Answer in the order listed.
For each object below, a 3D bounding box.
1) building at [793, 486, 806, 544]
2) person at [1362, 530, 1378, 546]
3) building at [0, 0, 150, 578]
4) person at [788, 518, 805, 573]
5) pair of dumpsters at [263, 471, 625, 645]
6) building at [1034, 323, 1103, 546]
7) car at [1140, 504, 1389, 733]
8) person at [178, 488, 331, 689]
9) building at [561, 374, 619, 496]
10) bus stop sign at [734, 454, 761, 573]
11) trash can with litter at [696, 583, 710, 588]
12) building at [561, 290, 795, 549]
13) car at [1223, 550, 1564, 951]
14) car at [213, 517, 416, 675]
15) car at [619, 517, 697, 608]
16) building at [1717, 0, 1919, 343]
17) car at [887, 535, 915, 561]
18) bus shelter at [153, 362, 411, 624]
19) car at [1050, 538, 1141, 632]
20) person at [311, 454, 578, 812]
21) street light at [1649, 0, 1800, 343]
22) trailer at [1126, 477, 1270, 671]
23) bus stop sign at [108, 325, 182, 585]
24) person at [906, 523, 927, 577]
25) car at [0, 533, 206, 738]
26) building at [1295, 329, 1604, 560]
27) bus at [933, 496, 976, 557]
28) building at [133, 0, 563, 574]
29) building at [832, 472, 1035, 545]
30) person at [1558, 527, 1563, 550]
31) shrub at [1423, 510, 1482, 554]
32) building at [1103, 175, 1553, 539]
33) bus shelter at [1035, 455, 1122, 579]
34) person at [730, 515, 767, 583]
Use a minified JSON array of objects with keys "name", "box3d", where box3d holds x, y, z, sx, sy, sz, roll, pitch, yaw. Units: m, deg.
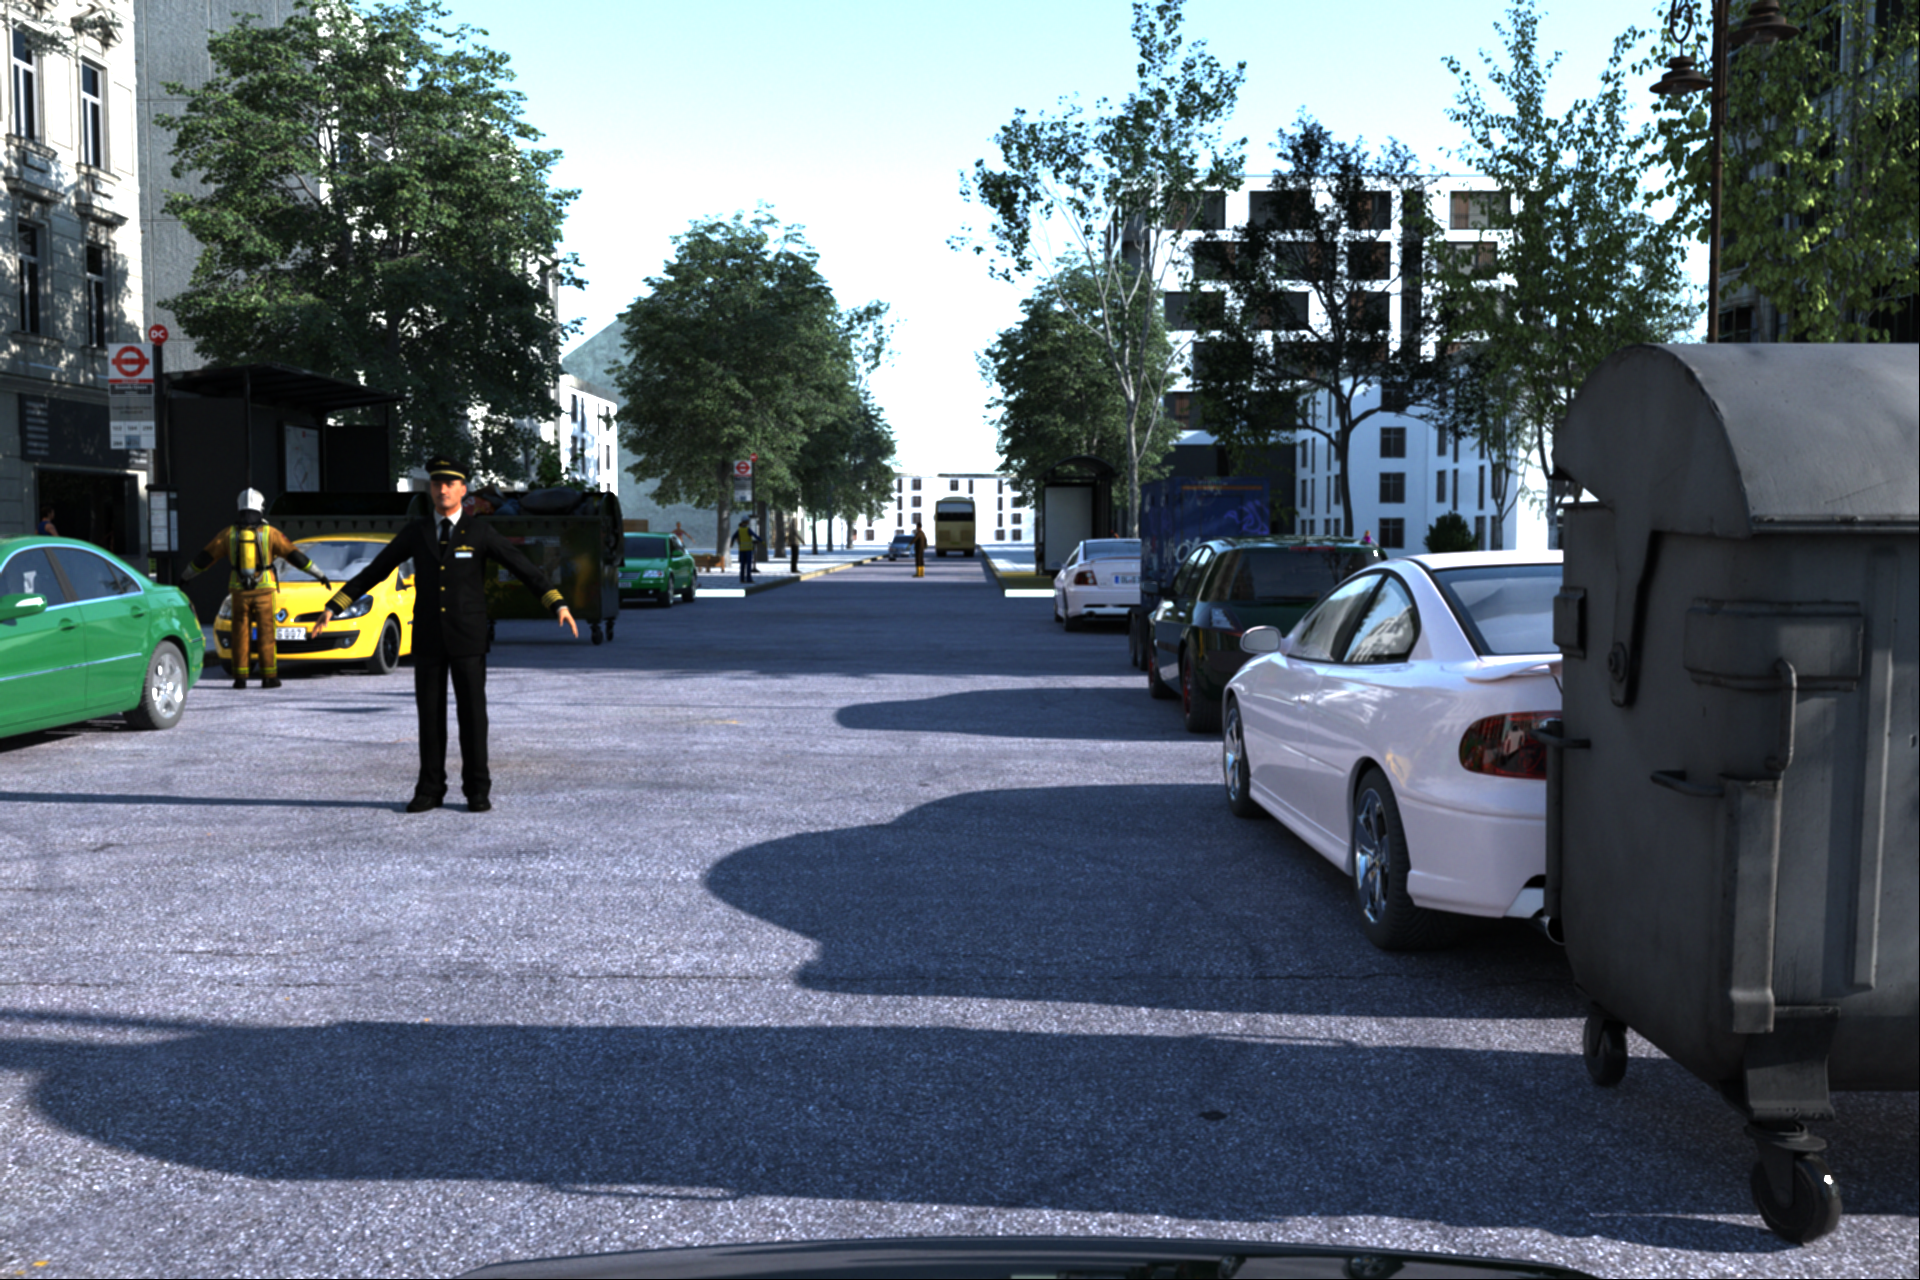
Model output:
[{"name":"building","box3d":[-28.663,-21.000,209.800,16.747,18.905,31.486,0,4,0]},{"name":"person","box3d":[16.795,-3.788,71.206,0.599,1.433,0.991,-2,4,-35]},{"name":"building","box3d":[-29.272,-15.226,25.354,17.030,29.872,44.131,0,4,1]},{"name":"person","box3d":[-5.416,-3.117,57.087,0.705,1.813,1.348,-2,4,-24]},{"name":"pair of dumpsters","box3d":[-6.720,-1.086,22.712,4.436,2.255,1.574,0,4,0]},{"name":"building","box3d":[21.762,-20.814,184.285,27.936,21.610,32.646,0,3,0]},{"name":"car","box3d":[2.497,-0.250,13.881,2.009,1.686,4.222,0,4,1]},{"name":"person","box3d":[-6.565,-0.481,16.093,1.354,1.858,0.705,-1,4,-12]},{"name":"building","box3d":[-24.957,-9.882,103.726,9.099,9.664,28.070,0,4,0]},{"name":"bus stop sign","box3d":[-7.048,-4.202,57.413,0.855,3.939,0.416,0,4,1]},{"name":"trash can with litter","box3d":[-6.737,-1.886,41.901,1.678,1.210,2.233,0,4,2]},{"name":"building","box3d":[-25.811,-20.252,162.051,19.493,23.208,18.063,0,4,1]},{"name":"car","box3d":[2.323,0.306,7.352,2.083,1.381,4.827,0,4,-1]},{"name":"car","box3d":[-6.632,-0.528,18.861,2.015,1.641,3.980,0,4,1]},{"name":"car","box3d":[-6.482,-1.608,35.084,1.959,1.807,4.718,0,4,0]},{"name":"building","box3d":[26.704,-13.071,30.358,14.369,24.946,33.146,0,3,0]},{"name":"car","box3d":[-2.850,-4.901,92.130,2.014,1.417,4.499,0,4,1]},{"name":"bus shelter","box3d":[-10.236,-2.167,26.719,1.731,3.624,6.357,0,4,-1]},{"name":"car","box3d":[2.457,-0.885,26.825,2.083,1.381,4.827,0,4,0]},{"name":"person","box3d":[-2.656,-0.037,8.999,1.347,1.837,0.705,0,4,-4]},{"name":"street light","box3d":[5.689,-2.465,13.086,0.468,5.910,1.993,0,4,0]},{"name":"trailer","box3d":[2.568,-0.742,19.187,1.471,1.999,3.904,0,4,-1]},{"name":"bus stop sign","box3d":[-10.419,-2.046,22.149,0.855,3.939,0.416,0,4,0]},{"name":"person","box3d":[-1.382,-3.003,57.689,0.704,1.812,1.346,2,4,27]},{"name":"car","box3d":[-6.726,0.026,11.372,2.131,1.459,4.920,0,4,0]},{"name":"building","box3d":[23.575,-8.733,84.940,9.099,9.664,28.070,0,3,0]},{"name":"bus","box3d":[-0.323,-7.349,111.703,2.896,3.916,12.252,0,4,0]},{"name":"building","box3d":[-28.596,-12.532,71.350,16.747,18.905,31.486,0,4,1]},{"name":"building","box3d":[-3.517,-17.722,234.366,28.070,9.664,9.099,0,4,-7]},{"name":"person","box3d":[16.743,-2.546,47.483,1.347,1.847,0.705,-1,4,-16]},{"name":"shrub","box3d":[14.687,-2.892,51.698,1.690,2.028,1.600,0,3,0]},{"name":"building","box3d":[23.232,-16.588,115.181,27.936,21.610,32.646,0,3,0]},{"name":"bus shelter","box3d":[3.134,-3.239,46.882,2.014,3.302,5.546,0,4,0]},{"name":"person","box3d":[-5.541,-2.373,45.266,1.216,1.772,0.721,2,4,33]}]
